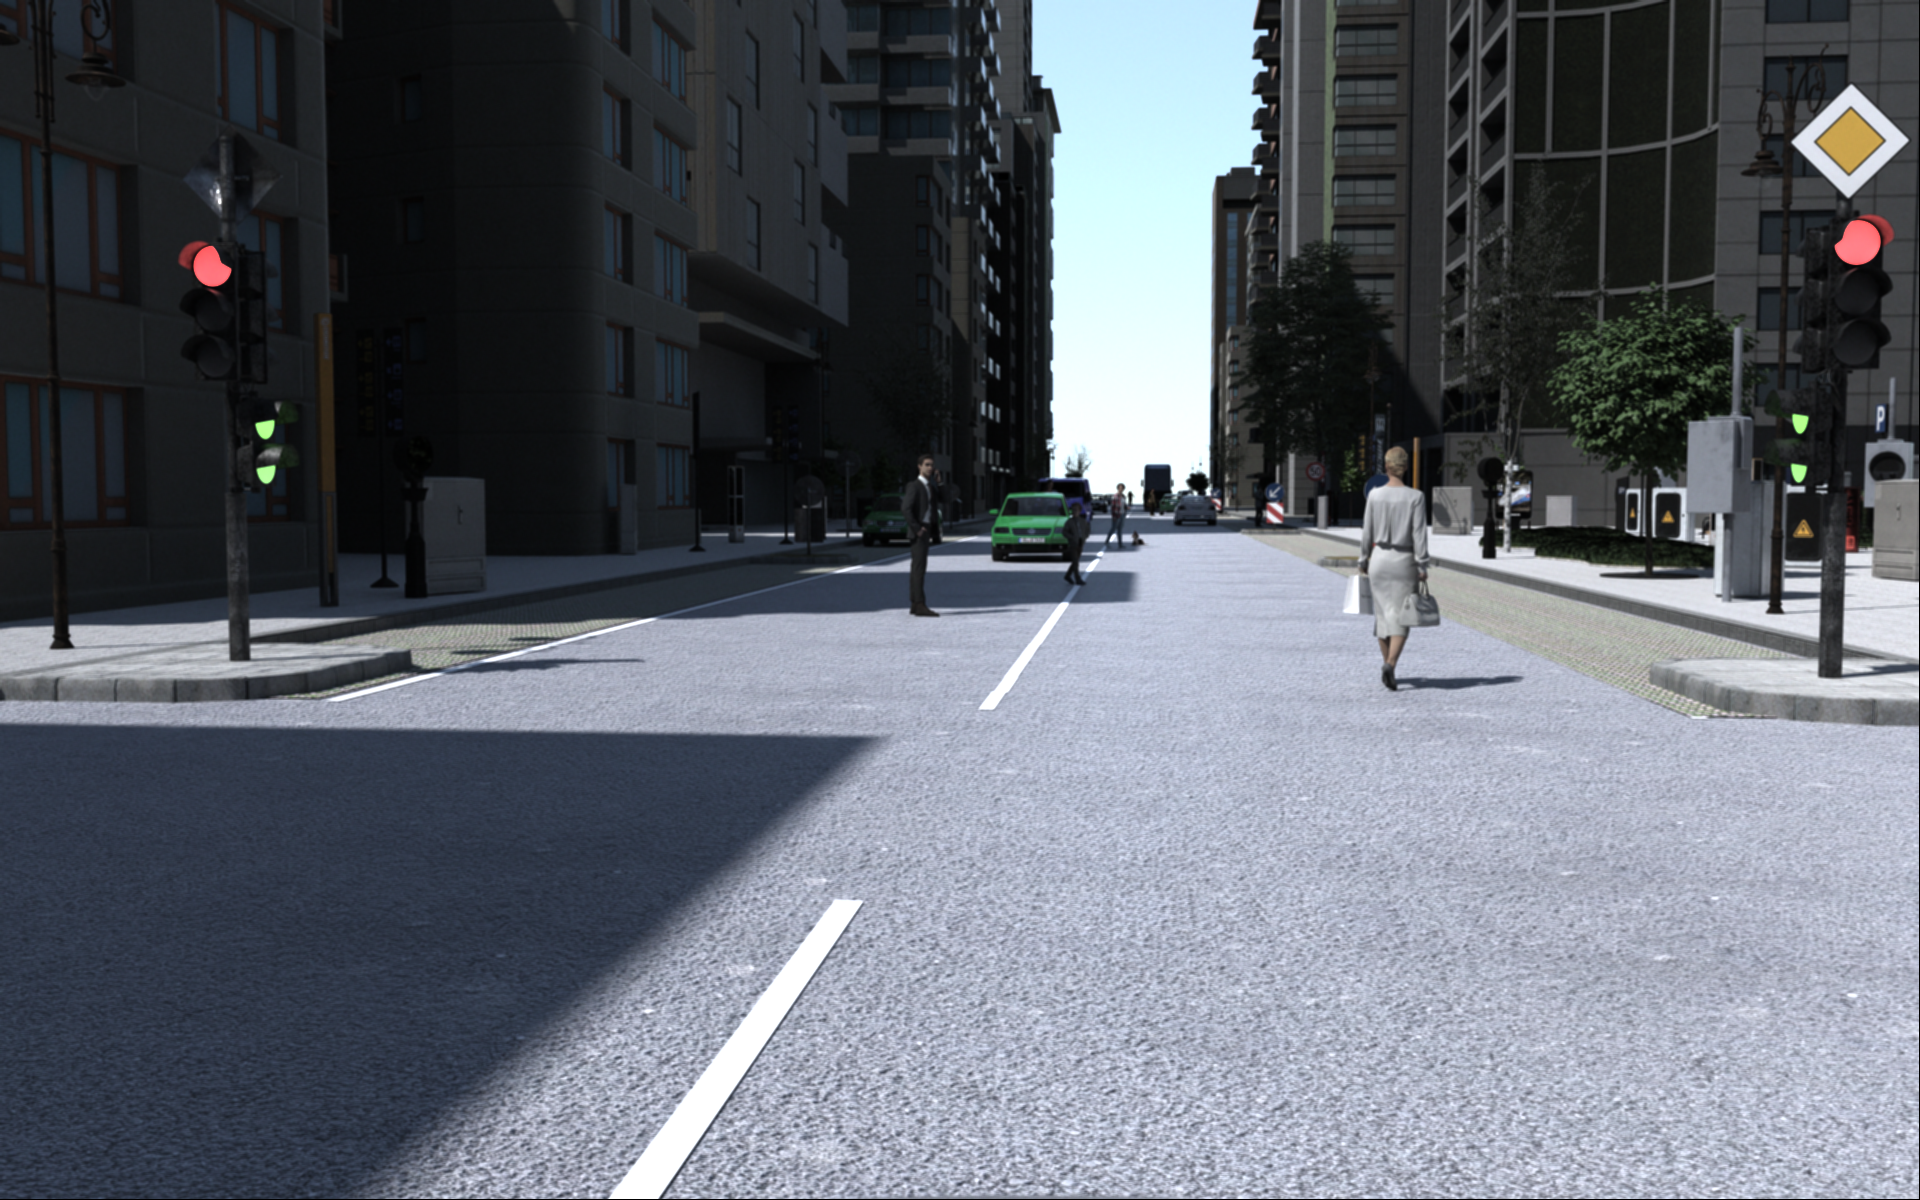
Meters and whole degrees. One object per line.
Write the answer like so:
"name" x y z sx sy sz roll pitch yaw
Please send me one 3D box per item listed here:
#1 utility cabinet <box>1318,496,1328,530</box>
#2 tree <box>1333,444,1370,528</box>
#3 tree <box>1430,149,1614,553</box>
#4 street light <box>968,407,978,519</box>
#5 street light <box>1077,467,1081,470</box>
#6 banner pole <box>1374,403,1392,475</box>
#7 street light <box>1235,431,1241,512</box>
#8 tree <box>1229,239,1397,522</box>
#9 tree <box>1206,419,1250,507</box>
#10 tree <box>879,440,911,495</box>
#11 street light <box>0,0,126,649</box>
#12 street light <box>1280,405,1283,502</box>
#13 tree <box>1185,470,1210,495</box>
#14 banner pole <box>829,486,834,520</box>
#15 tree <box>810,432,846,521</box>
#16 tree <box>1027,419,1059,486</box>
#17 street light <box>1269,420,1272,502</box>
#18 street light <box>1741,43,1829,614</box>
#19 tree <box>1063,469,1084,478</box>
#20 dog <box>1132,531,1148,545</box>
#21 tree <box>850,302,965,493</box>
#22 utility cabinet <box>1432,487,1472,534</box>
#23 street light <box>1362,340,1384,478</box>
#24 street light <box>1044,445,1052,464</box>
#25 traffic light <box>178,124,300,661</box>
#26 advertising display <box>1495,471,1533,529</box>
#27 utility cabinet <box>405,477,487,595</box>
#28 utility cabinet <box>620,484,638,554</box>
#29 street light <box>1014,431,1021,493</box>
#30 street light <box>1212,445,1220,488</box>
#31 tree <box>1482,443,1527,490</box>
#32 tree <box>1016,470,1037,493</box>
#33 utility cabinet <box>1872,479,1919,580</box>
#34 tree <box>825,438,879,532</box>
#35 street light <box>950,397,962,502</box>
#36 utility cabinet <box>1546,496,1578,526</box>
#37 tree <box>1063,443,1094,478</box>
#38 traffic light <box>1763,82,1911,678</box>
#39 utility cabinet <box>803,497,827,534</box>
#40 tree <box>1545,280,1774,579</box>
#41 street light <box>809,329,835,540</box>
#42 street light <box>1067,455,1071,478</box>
"utility cabinet" 13.151 -3.158 62.787 0.306 1.237 1.020 1 4 17
"tree" 14.995 -4.392 66.404 1.663 3.219 1.824 0 3 0
"tree" 12.119 -5.361 38.020 4.360 8.622 3.978 0 3 0
"street light" 0.678 -7.200 90.509 0.468 5.910 1.993 0 4 6
"street light" 16.477 -16.343 239.993 0.468 5.910 1.993 0 4 6
"banner pole" 11.653 -3.528 47.701 0.863 3.779 0.401 -3 4 -39
"street light" 20.365 -9.446 127.227 0.468 5.910 1.993 0 4 6
"tree" 15.881 -9.776 77.969 7.486 12.596 7.792 0 3 0
"tree" 26.375 -13.461 170.450 4.360 8.622 3.978 0 3 0
"tree" -2.725 -4.134 62.196 1.663 3.219 1.824 0 3 0
"street light" -7.462 -2.534 14.212 0.468 5.910 1.993 0 4 6
"street light" 15.987 -6.935 86.172 0.468 5.910 1.993 0 4 6
"tree" 31.099 -14.844 226.407 4.285 4.588 4.351 0 3 0
"banner pole" -6.376 -5.799 84.831 0.863 3.779 0.401 3 4 37
"tree" -6.790 -6.021 82.155 4.285 4.588 4.351 0 3 0
"tree" 7.361 -13.128 165.012 4.737 8.622 4.395 0 3 0
"street light" 16.793 -7.386 93.550 0.468 5.910 1.993 0 4 6
"street light" 8.747 -2.790 18.409 0.468 5.910 1.993 0 4 6
"tree" 14.870 -14.881 227.010 4.285 4.588 4.351 0 3 0
"dog" 5.057 -1.734 48.543 0.748 0.427 0.550 -1 4 -20
"tree" -2.114 -7.151 67.287 4.360 8.622 3.978 0 3 0
"utility cabinet" 15.489 -2.804 54.523 1.173 1.500 0.318 1 4 21
"street light" 12.383 -4.850 52.079 0.468 5.910 1.993 0 4 6
"street light" 7.862 -11.354 158.430 0.468 5.910 1.993 0 4 6
"traffic light" -5.529 -1.486 13.217 0.839 4.253 0.868 0 4 6
"advertising display" 15.318 -2.611 47.900 0.974 1.923 0.123 2 4 28
"utility cabinet" -6.581 -0.829 22.231 0.318 1.500 1.173 2 4 24
"utility cabinet" -7.056 -1.732 36.999 0.318 1.500 1.173 0 4 -8
"street light" 4.168 -9.280 124.516 0.468 5.910 1.993 0 4 6
"street light" 23.950 -11.506 160.902 0.468 5.910 1.993 0 4 6
"tree" 17.940 -3.767 56.196 1.663 3.219 1.824 0 3 0
"tree" 5.196 -8.673 136.409 1.663 3.219 1.824 0 3 0
"utility cabinet" 14.114 -1.053 25.904 0.318 1.500 1.173 0 4 -1
"tree" -3.891 -3.977 59.619 1.663 3.219 1.824 0 3 0
"street light" -0.212 -6.704 82.402 0.468 5.910 1.993 0 4 6
"utility cabinet" 20.049 -2.847 57.712 0.306 1.237 1.020 -2 4 -34
"tree" 16.862 -18.114 246.520 4.360 8.622 3.978 0 3 0
"traffic light" 6.069 -1.412 12.006 0.839 4.253 0.868 0 4 6
"utility cabinet" -4.658 -2.718 55.603 0.306 1.237 1.020 2 4 27
"tree" 10.750 -2.629 26.705 4.285 4.588 4.351 0 3 0
"street light" -3.856 -4.645 48.733 0.468 5.910 1.993 0 4 6
"street light" 12.922 -14.274 206.162 0.468 5.910 1.993 0 4 6
